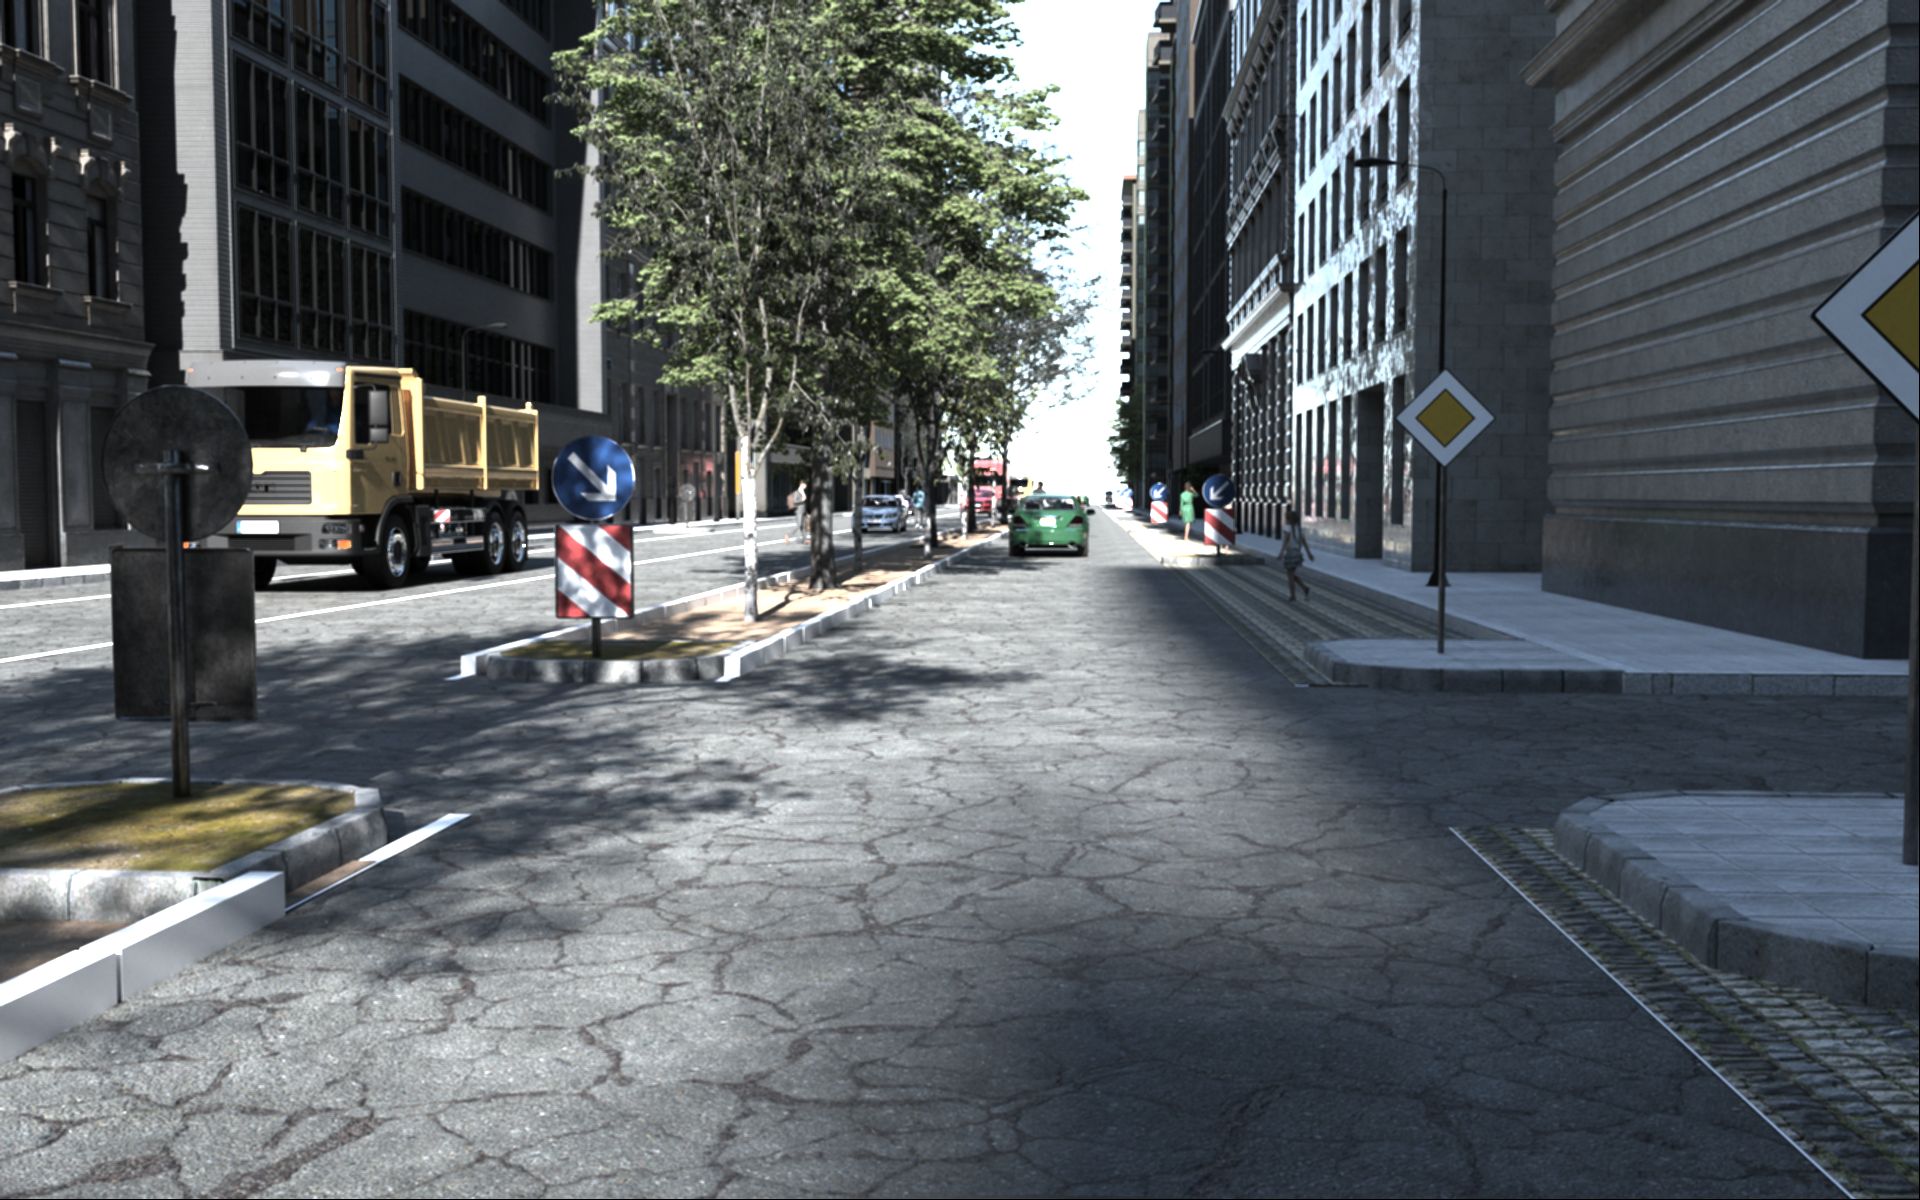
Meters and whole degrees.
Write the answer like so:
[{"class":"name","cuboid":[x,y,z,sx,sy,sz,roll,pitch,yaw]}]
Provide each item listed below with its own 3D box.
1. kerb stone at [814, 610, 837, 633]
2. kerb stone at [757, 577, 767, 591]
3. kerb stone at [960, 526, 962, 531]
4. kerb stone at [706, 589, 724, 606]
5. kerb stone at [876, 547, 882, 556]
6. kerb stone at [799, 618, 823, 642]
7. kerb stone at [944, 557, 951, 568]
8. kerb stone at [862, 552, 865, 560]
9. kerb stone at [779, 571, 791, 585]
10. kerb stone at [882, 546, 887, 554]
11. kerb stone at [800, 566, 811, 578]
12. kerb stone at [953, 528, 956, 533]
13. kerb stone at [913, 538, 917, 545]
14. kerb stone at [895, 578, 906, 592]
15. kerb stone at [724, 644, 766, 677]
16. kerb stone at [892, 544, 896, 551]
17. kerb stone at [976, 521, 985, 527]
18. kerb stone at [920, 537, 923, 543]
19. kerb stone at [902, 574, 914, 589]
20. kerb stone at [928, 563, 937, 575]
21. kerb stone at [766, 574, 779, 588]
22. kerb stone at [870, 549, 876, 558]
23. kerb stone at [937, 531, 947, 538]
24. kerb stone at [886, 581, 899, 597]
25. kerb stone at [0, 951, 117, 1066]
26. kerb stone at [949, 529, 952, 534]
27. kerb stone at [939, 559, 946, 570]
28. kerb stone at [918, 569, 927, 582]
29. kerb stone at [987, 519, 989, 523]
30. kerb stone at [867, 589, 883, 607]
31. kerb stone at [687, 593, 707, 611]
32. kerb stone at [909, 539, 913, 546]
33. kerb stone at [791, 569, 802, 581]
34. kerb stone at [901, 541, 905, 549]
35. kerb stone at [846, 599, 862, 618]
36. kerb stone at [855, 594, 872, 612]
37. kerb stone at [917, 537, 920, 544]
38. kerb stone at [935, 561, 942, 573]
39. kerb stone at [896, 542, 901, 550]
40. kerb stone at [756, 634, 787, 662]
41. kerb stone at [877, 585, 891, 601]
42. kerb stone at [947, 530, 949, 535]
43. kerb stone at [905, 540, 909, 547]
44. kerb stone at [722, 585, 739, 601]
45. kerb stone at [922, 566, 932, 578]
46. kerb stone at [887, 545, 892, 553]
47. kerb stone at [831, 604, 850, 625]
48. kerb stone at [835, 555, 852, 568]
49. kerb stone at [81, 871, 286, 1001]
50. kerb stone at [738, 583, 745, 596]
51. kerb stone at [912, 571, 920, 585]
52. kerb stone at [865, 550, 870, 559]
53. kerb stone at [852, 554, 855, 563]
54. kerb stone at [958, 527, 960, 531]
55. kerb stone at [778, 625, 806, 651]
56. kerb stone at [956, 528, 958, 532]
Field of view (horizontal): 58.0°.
[{"class":"kerb stone","cuboid":[-1.448,0.245,18.183,0.120,0.150,1.000,0,4,4]},{"class":"kerb stone","cuboid":[-3.022,-0.201,25.478,0.120,0.150,1.000,0,4,4]},{"class":"kerb stone","cuboid":[-0.105,-2.640,65.365,0.120,0.150,1.000,0,4,4]},{"class":"kerb stone","cuboid":[-3.253,-0.011,22.409,0.120,0.150,1.000,0,4,4]},{"class":"kerb stone","cuboid":[-1.978,-1.075,39.796,0.120,0.150,1.000,0,4,4]},{"class":"kerb stone","cuboid":[-1.523,0.312,17.164,0.120,0.150,1.000,0,4,4]},{"class":"kerb stone","cuboid":[-0.332,-0.694,33.543,0.120,0.150,1.000,0,4,4]},{"class":"kerb stone","cuboid":[-2.199,-0.889,36.723,0.120,0.150,1.000,0,4,4]},{"class":"kerb stone","cuboid":[-2.877,-0.326,27.535,0.120,0.150,1.000,0,4,4]},{"class":"kerb stone","cuboid":[-1.906,-1.140,40.834,0.120,0.150,1.000,0,4,4]},{"class":"kerb stone","cuboid":[-2.724,-0.451,29.573,0.120,0.150,1.000,0,4,4]},{"class":"kerb stone","cuboid":[-0.328,-2.452,62.290,0.120,0.150,1.000,0,4,4]},{"class":"kerb stone","cuboid":[-1.375,-1.578,47.989,0.120,0.150,1.000,0,4,4]},{"class":"kerb stone","cuboid":[-0.933,-0.192,25.349,0.120,0.150,1.000,0,4,4]},{"class":"kerb stone","cuboid":[-1.753,0.496,14.093,0.120,0.150,1.000,0,4,4]},{"class":"kerb stone","cuboid":[-1.757,-1.265,42.875,0.120,0.150,1.000,0,4,4]},{"class":"kerb stone","cuboid":[0.941,-3.516,79.678,0.120,0.150,1.000,0,4,4]},{"class":"kerb stone","cuboid":[-1.238,-1.702,50.031,0.120,0.150,1.000,0,4,4]},{"class":"kerb stone","cuboid":[-0.851,-0.252,26.375,0.120,0.150,1.000,0,4,4]},{"class":"kerb stone","cuboid":[-0.554,-0.506,30.471,0.120,0.150,1.000,0,4,4]},{"class":"kerb stone","cuboid":[-2.958,-0.264,26.506,0.120,0.150,1.000,0,4,4]},{"class":"kerb stone","cuboid":[-2.060,-1.014,38.778,0.120,0.150,1.000,0,4,4]},{"class":"kerb stone","cuboid":[-0.633,-2.202,58.198,0.120,0.150,1.000,0,4,4]},{"class":"kerb stone","cuboid":[-1.010,-0.127,24.330,0.120,0.150,1.000,0,4,4]},{"class":"kerb stone","cuboid":[-2.463,1.090,4.368,0.120,0.150,1.000,0,4,4]},{"class":"kerb stone","cuboid":[-0.481,-2.326,60.240,0.120,0.150,1.000,0,4,4]},{"class":"kerb stone","cuboid":[-0.407,-0.630,32.517,0.120,0.150,1.000,0,4,4]},{"class":"kerb stone","cuboid":[-0.695,-0.377,28.419,0.120,0.150,1.000,0,4,4]},{"class":"kerb stone","cuboid":[1.164,-3.703,82.745,0.120,0.150,1.000,0,4,4]},{"class":"kerb stone","cuboid":[-1.148,-0.006,22.290,0.120,0.150,1.000,0,4,4]},{"class":"kerb stone","cuboid":[-3.320,0.050,21.382,0.120,0.150,1.000,0,4,4]},{"class":"kerb stone","cuboid":[-1.449,-1.514,46.957,0.120,0.150,1.000,0,4,4]},{"class":"kerb stone","cuboid":[-2.795,-0.389,28.553,0.120,0.150,1.000,0,4,4]},{"class":"kerb stone","cuboid":[-1.612,-1.389,44.914,0.120,0.150,1.000,0,4,4]},{"class":"kerb stone","cuboid":[-1.303,0.128,20.233,0.120,0.150,1.000,0,4,4]},{"class":"kerb stone","cuboid":[-1.233,0.061,21.260,0.120,0.150,1.000,0,4,4]},{"class":"kerb stone","cuboid":[-1.309,-1.640,49.011,0.120,0.150,1.000,0,4,4]},{"class":"kerb stone","cuboid":[-0.481,-0.569,31.492,0.120,0.150,1.000,0,4,4]},{"class":"kerb stone","cuboid":[-1.680,-1.327,43.894,0.120,0.150,1.000,0,4,4]},{"class":"kerb stone","cuboid":[-1.681,0.436,15.116,0.120,0.150,1.000,0,4,4]},{"class":"kerb stone","cuboid":[-1.081,-0.068,23.309,0.120,0.150,1.000,0,4,4]},{"class":"kerb stone","cuboid":[-0.559,-2.263,59.217,0.120,0.150,1.000,0,4,4]},{"class":"kerb stone","cuboid":[-1.534,-1.452,45.933,0.120,0.150,1.000,0,4,4]},{"class":"kerb stone","cuboid":[-3.177,-0.075,23.428,0.120,0.150,1.000,0,4,4]},{"class":"kerb stone","cuboid":[-0.623,-0.443,29.438,0.120,0.150,1.000,0,4,4]},{"class":"kerb stone","cuboid":[-1.828,-1.202,41.856,0.120,0.150,1.000,0,4,4]},{"class":"kerb stone","cuboid":[-1.377,0.183,19.202,0.120,0.150,1.000,0,4,4]},{"class":"kerb stone","cuboid":[-2.350,-0.764,34.683,0.120,0.150,1.000,0,4,4]},{"class":"kerb stone","cuboid":[-2.389,1.028,5.389,0.120,0.150,1.000,0,4,4]},{"class":"kerb stone","cuboid":[-3.101,-0.138,24.452,0.120,0.150,1.000,0,4,4]},{"class":"kerb stone","cuboid":[-0.782,-0.318,27.395,0.120,0.150,1.000,0,4,4]},{"class":"kerb stone","cuboid":[-2.131,-0.951,37.749,0.120,0.150,1.000,0,4,4]},{"class":"kerb stone","cuboid":[-2.276,-0.826,35.703,0.120,0.150,1.000,0,4,4]},{"class":"kerb stone","cuboid":[-0.191,-2.577,64.337,0.120,0.150,1.000,0,4,4]},{"class":"kerb stone","cuboid":[-1.603,0.371,16.141,0.120,0.150,1.000,0,4,4]},{"class":"kerb stone","cuboid":[-0.255,-2.512,63.315,0.120,0.150,1.000,0,4,4]}]
